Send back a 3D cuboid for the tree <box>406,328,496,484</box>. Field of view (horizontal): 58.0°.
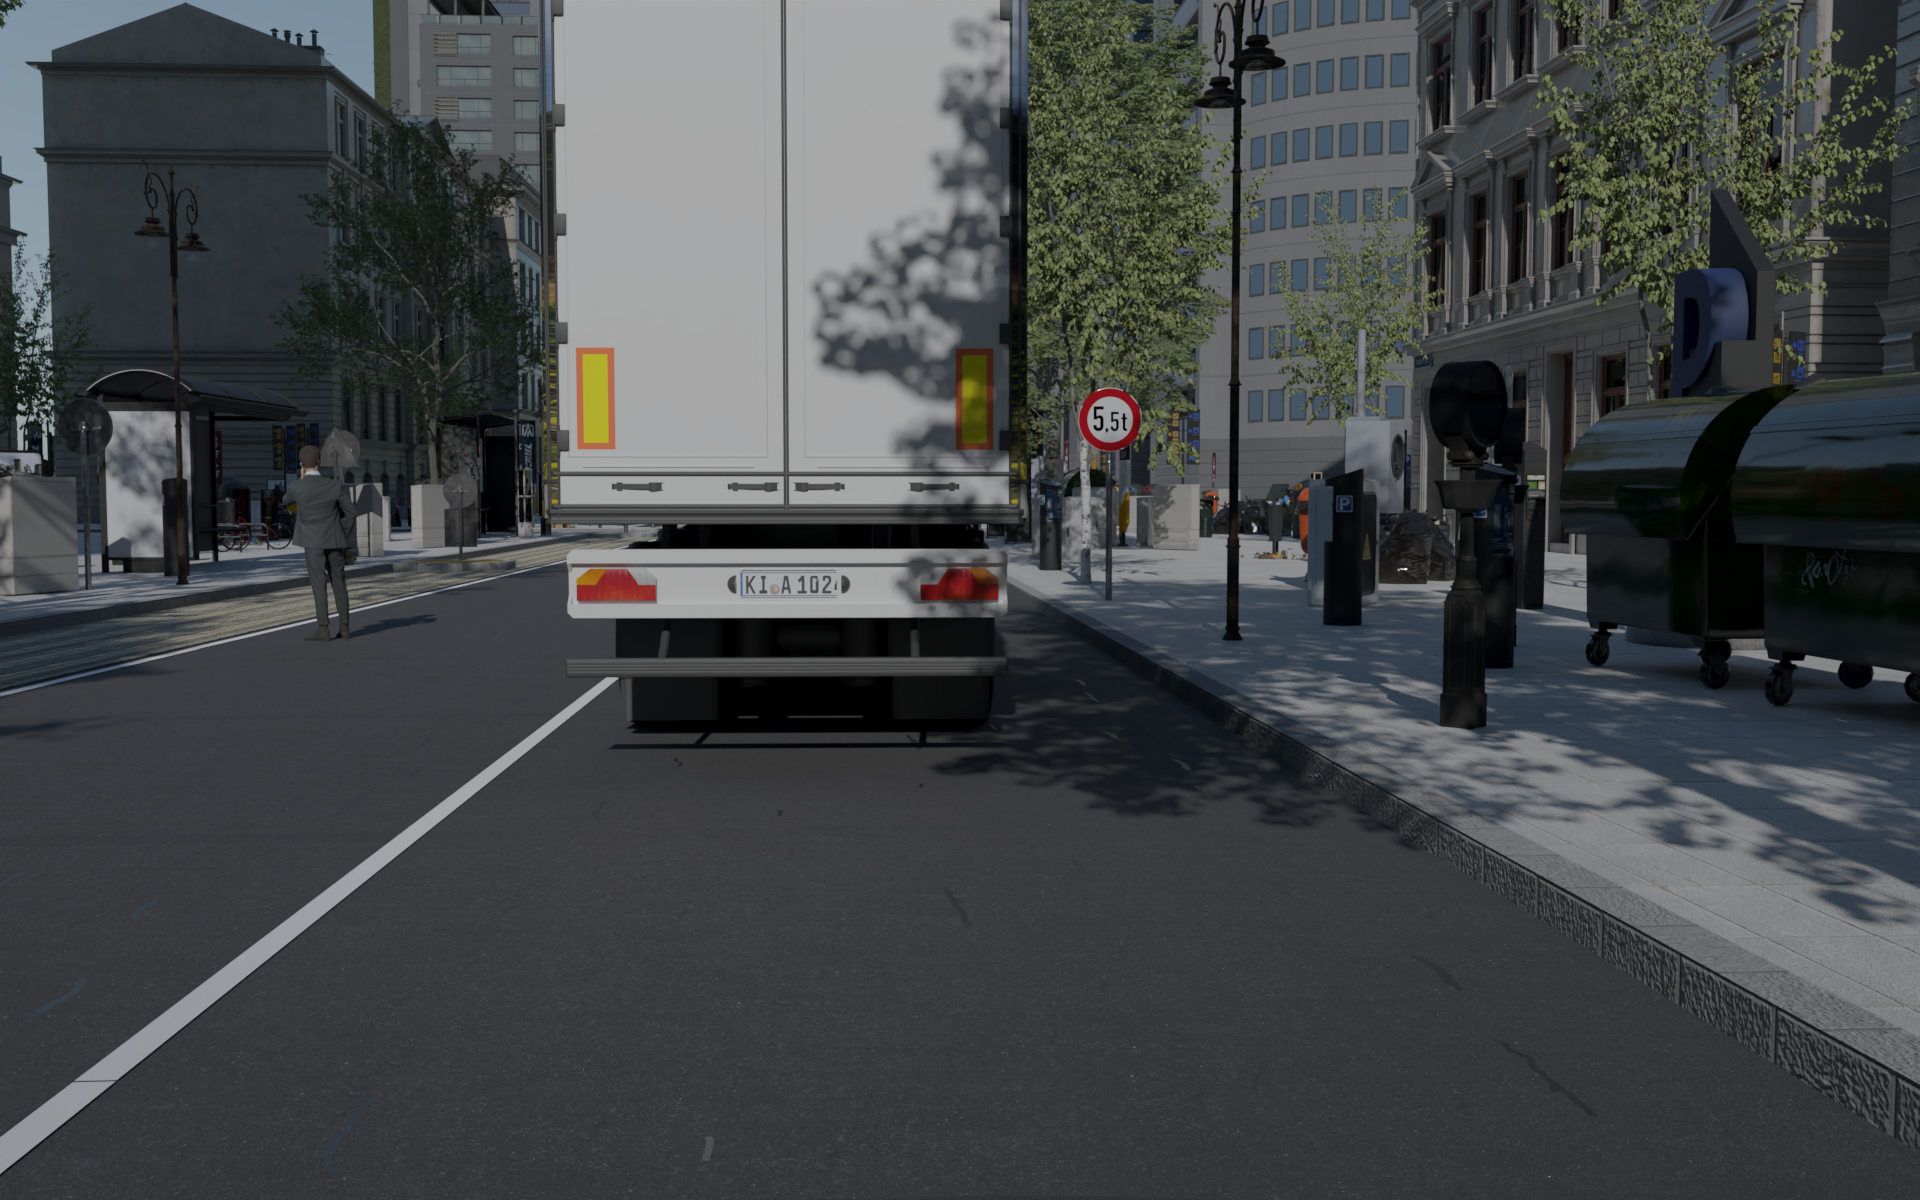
[{"bbox_3d":[-22.879,-7.767,77.355,4.737,8.622,4.395,0,3,0],"label":"tree"}]

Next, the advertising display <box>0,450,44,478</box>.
[{"bbox_3d":[-13.827,-1.221,25.180,0.123,1.923,0.974,3,5,40],"label":"advertising display"}]

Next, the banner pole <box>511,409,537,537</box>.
[{"bbox_3d":[-12.960,-3.758,51.457,0.863,3.779,0.401,-3,4,-38],"label":"banner pole"}]

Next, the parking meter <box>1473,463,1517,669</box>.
[{"bbox_3d":[3.927,-0.271,12.850,0.372,1.533,0.369,0,3,0],"label":"parking meter"}]

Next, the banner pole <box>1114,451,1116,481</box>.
[{"bbox_3d":[6.814,-5.407,78.417,0.863,3.779,0.401,-1,4,-20],"label":"banner pole"}]

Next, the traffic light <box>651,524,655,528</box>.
[{"bbox_3d":[-11.587,-4.675,65.350,0.839,4.253,0.868,0,4,-4],"label":"traffic light"}]

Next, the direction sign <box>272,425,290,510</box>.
[{"bbox_3d":[-22.256,-3.983,57.121,0.379,3.537,0.876,2,4,32],"label":"direction sign"}]

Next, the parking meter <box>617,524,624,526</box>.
[{"bbox_3d":[-13.718,-3.942,70.170,0.399,1.863,0.255,1,4,8],"label":"parking meter"}]

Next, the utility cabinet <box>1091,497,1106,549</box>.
[{"bbox_3d":[2.978,-1.796,40.526,1.020,1.237,0.306,-3,5,-43],"label":"utility cabinet"}]

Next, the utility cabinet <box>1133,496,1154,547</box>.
[{"bbox_3d":[4.586,-1.937,42.831,0.306,1.237,1.020,1,4,16],"label":"utility cabinet"}]

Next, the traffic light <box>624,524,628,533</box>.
[{"bbox_3d":[-11.074,-4.187,57.382,0.839,4.253,0.868,0,4,-4],"label":"traffic light"}]

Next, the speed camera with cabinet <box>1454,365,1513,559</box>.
[{"bbox_3d":[8.330,-2.024,27.435,0.660,3.252,2.038,0,4,5],"label":"speed camera with cabinet"}]

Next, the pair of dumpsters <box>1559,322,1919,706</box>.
[{"bbox_3d":[5.434,-0.515,10.913,1.574,2.255,4.437,0,4,-4],"label":"pair of dumpsters"}]

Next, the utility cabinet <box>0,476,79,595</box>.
[{"bbox_3d":[-11.894,-0.832,22.274,0.318,1.500,1.173,1,4,11],"label":"utility cabinet"}]

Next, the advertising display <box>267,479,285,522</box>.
[{"bbox_3d":[-29.017,-4.194,73.786,0.974,1.923,0.123,0,4,0],"label":"advertising display"}]

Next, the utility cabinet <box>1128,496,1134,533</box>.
[{"bbox_3d":[5.994,-2.797,56.894,1.020,1.237,0.306,3,5,44],"label":"utility cabinet"}]

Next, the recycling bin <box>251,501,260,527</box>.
[{"bbox_3d":[-27.859,-3.370,67.653,0.722,1.027,0.722,1,4,19],"label":"recycling bin"}]

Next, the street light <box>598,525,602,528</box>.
[{"bbox_3d":[-13.676,-5.678,65.615,0.468,5.910,1.993,0,4,-4],"label":"street light"}]

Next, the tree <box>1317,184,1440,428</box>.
[{"bbox_3d":[9.290,-5.518,40.586,4.737,8.622,4.395,0,3,0],"label":"tree"}]

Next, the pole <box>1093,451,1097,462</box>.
[{"bbox_3d":[6.371,-5.390,81.963,0.158,3.312,0.155,0,3,0],"label":"pole"}]

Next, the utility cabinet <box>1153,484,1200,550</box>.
[{"bbox_3d":[4.947,-1.896,39.673,0.318,1.500,1.173,-3,4,-39],"label":"utility cabinet"}]

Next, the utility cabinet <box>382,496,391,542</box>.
[{"bbox_3d":[-15.847,-2.164,46.535,1.020,1.237,0.306,-1,4,-10],"label":"utility cabinet"}]

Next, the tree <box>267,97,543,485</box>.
[{"bbox_3d":[-13.072,-6.576,41.931,8.767,10.594,7.601,3,5,40],"label":"tree"}]

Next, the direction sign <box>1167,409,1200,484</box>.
[{"bbox_3d":[5.947,-3.315,46.193,0.876,3.537,0.379,1,4,9],"label":"direction sign"}]

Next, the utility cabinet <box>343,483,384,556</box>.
[{"bbox_3d":[-12.365,-1.637,35.451,1.173,1.500,0.318,2,4,27],"label":"utility cabinet"}]

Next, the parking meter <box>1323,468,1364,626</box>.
[{"bbox_3d":[3.754,-0.523,16.959,0.372,1.533,0.369,0,3,0],"label":"parking meter"}]

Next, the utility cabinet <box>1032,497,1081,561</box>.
[{"bbox_3d":[1.897,-1.365,33.477,1.020,1.237,0.306,0,4,3],"label":"utility cabinet"}]

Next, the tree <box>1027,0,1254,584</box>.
[{"bbox_3d":[1.893,-4.518,24.233,4.737,8.622,4.395,0,3,0],"label":"tree"}]

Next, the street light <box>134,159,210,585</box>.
[{"bbox_3d":[-11.024,-3.156,24.382,0.468,5.910,1.993,0,4,-4],"label":"street light"}]

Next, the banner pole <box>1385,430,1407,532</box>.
[{"bbox_3d":[14.847,-4.229,59.160,0.863,3.779,0.401,0,4,5],"label":"banner pole"}]

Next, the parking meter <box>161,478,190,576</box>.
[{"bbox_3d":[-12.266,-1.142,27.086,0.372,1.533,0.369,0,3,0],"label":"parking meter"}]

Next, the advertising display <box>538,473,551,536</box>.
[{"bbox_3d":[-12.834,-2.962,53.635,0.123,1.923,0.974,0,4,5],"label":"advertising display"}]

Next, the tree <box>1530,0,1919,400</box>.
[{"bbox_3d":[8.573,-4.295,20.579,4.737,8.622,4.395,0,3,0],"label":"tree"}]

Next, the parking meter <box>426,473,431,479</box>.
[{"bbox_3d":[-14.833,-2.625,48.635,0.255,1.863,0.399,-1,4,-9],"label":"parking meter"}]

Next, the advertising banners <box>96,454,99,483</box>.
[{"bbox_3d":[-21.264,-2.923,43.974,0.090,3.025,2.074,1,4,13],"label":"advertising banners"}]

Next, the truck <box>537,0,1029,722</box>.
[{"bbox_3d":[-1.069,-1.548,14.218,2.839,4.237,11.283,0,4,-2],"label":"truck"}]

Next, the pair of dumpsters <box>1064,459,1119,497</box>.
[{"bbox_3d":[3.447,-2.839,48.916,1.574,2.255,4.437,0,4,-3],"label":"pair of dumpsters"}]

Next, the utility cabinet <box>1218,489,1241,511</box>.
[{"bbox_3d":[11.617,-4.035,74.655,1.173,1.500,0.318,-3,5,-42],"label":"utility cabinet"}]

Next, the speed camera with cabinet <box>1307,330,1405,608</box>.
[{"bbox_3d":[4.663,-1.585,20.249,0.660,3.252,2.038,2,4,29],"label":"speed camera with cabinet"}]

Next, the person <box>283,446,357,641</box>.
[{"bbox_3d":[-6.280,-0.557,16.976,0.648,1.900,0.474,-3,5,-43],"label":"person"}]

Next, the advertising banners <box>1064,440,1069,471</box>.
[{"bbox_3d":[3.605,-3.625,55.458,0.090,3.025,2.074,-1,4,-11],"label":"advertising banners"}]

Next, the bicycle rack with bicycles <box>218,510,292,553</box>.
[{"bbox_3d":[-16.844,-1.558,38.851,2.925,0.926,2.852,0,4,-2],"label":"bicycle rack with bicycles"}]

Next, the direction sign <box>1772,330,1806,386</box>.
[{"bbox_3d":[11.431,-1.962,24.073,0.876,3.537,0.379,-2,4,-31],"label":"direction sign"}]

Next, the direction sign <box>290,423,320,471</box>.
[{"bbox_3d":[-20.837,-3.878,55.409,0.876,3.537,0.379,1,4,21],"label":"direction sign"}]

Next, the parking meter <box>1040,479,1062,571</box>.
[{"bbox_3d":[1.526,-1.268,29.135,0.372,1.533,0.369,0,3,0],"label":"parking meter"}]

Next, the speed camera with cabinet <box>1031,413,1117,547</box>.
[{"bbox_3d":[2.794,-2.939,42.388,2.038,3.252,0.660,1,4,23],"label":"speed camera with cabinet"}]

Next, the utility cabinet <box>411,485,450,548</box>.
[{"bbox_3d":[-12.605,-1.990,41.218,0.318,1.500,1.173,1,4,15],"label":"utility cabinet"}]

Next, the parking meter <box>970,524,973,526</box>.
[{"bbox_3d":[0.337,-2.933,56.365,0.372,1.533,0.369,0,3,0],"label":"parking meter"}]

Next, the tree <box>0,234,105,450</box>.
[{"bbox_3d":[-27.005,-6.091,49.950,4.737,8.622,4.395,0,3,0],"label":"tree"}]

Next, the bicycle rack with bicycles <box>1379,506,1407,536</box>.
[{"bbox_3d":[13.197,-2.361,51.986,2.925,0.926,2.852,3,5,45],"label":"bicycle rack with bicycles"}]

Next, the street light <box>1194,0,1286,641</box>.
[{"bbox_3d":[2.394,-2.585,15.046,0.468,5.910,1.993,0,4,-4],"label":"street light"}]

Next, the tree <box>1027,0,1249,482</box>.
[{"bbox_3d":[2.275,-7.176,35.459,7.486,12.596,7.792,0,3,0],"label":"tree"}]

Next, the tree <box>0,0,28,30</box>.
[{"bbox_3d":[-10.859,-5.338,13.030,9.928,11.665,9.643,0,3,0],"label":"tree"}]

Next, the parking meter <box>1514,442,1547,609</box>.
[{"bbox_3d":[6.350,-0.834,19.345,0.255,1.863,0.399,0,4,-6],"label":"parking meter"}]

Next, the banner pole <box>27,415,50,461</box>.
[{"bbox_3d":[-28.528,-3.901,53.799,0.401,3.779,0.863,3,5,40],"label":"banner pole"}]

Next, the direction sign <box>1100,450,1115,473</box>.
[{"bbox_3d":[6.270,-4.994,73.645,0.876,3.537,0.379,-3,5,-41],"label":"direction sign"}]
